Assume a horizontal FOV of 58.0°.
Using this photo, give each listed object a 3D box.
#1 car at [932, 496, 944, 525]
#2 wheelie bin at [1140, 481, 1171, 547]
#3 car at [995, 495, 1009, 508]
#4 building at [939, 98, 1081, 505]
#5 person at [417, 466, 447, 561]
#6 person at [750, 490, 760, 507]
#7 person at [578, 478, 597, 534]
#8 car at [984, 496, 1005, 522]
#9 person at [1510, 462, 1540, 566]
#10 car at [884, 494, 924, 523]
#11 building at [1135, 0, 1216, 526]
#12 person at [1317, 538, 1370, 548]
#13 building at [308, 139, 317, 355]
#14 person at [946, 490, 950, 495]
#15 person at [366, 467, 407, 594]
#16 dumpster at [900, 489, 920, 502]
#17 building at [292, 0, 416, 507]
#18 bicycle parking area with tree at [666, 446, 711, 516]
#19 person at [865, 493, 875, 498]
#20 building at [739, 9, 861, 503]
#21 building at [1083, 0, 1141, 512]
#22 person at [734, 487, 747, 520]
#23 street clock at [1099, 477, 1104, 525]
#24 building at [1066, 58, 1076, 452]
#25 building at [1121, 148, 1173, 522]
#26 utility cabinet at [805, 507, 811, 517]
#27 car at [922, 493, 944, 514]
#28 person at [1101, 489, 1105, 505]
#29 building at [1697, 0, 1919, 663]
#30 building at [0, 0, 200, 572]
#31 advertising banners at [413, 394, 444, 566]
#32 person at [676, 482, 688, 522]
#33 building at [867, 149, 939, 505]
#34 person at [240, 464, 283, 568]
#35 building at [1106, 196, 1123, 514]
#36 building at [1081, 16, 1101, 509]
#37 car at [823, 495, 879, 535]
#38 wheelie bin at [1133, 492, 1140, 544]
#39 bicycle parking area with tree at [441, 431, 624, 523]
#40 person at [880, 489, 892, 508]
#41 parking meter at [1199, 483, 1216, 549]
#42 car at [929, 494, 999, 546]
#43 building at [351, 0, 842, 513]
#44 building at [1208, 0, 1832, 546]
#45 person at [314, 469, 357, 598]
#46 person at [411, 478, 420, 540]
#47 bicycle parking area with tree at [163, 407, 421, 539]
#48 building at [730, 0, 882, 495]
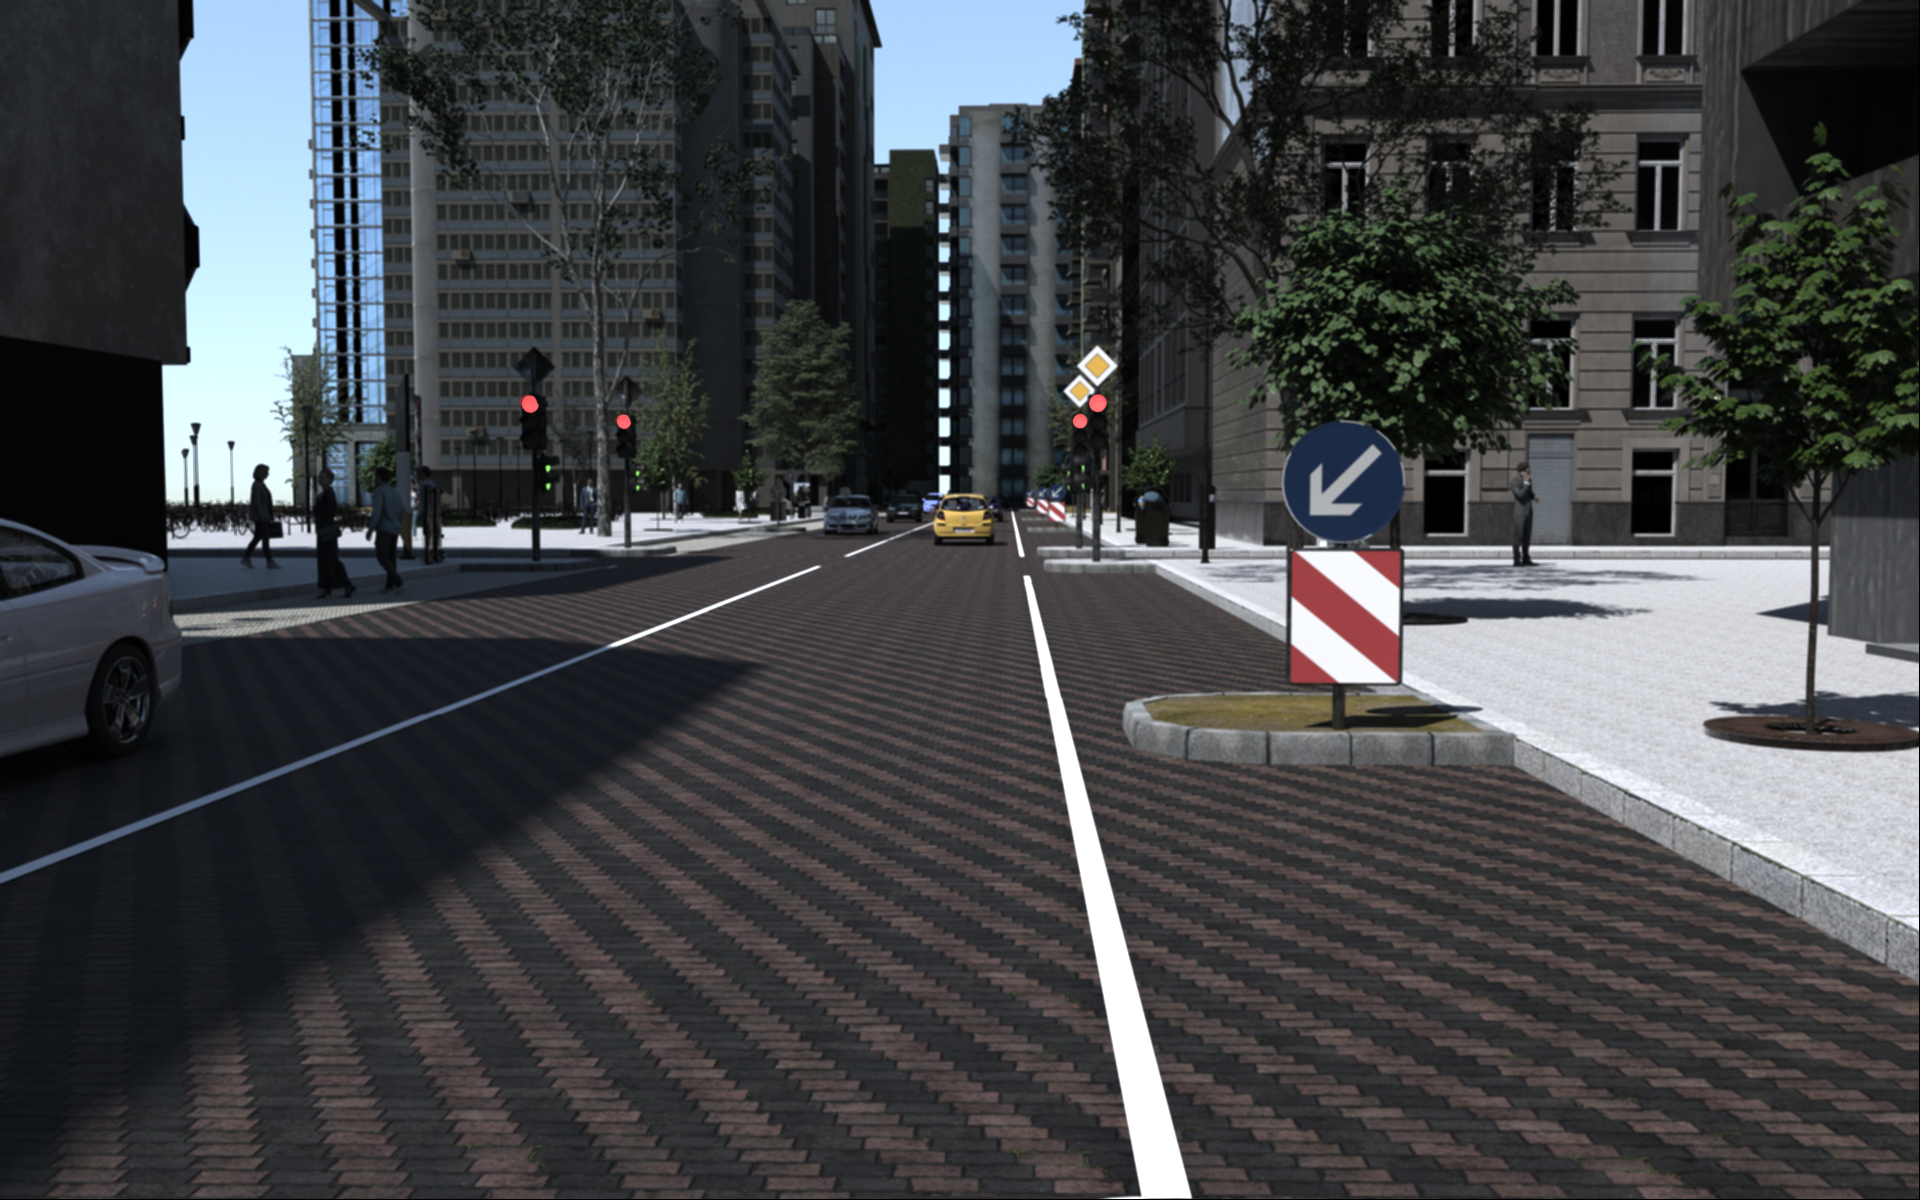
[{"bbox_3d":[-0.336,-4.127,80.050,1.945,1.354,3.894,0,4,1],"label":"car"},{"bbox_3d":[4.796,-2.097,42.198,0.693,1.594,0.980,0,4,6],"label":"wheelie bin"},{"bbox_3d":[4.252,-10.407,182.739,1.945,1.354,3.894,0,4,0],"label":"car"},{"bbox_3d":[12.846,-36.238,212.093,30.456,49.044,23.786,0,4,2],"label":"building"},{"bbox_3d":[-10.152,-1.664,33.265,0.620,1.820,0.660,0,4,-3],"label":"person"},{"bbox_3d":[-13.448,-6.553,113.578,0.661,1.777,0.834,0,4,1],"label":"person"},{"bbox_3d":[-12.025,-3.052,56.119,0.721,1.800,0.419,-1,4,-15],"label":"person"},{"bbox_3d":[1.365,-4.716,89.682,1.945,1.354,3.894,0,4,2],"label":"car"},{"bbox_3d":[10.083,-1.526,30.795,0.655,1.846,0.447,-3,5,-41],"label":"person"},{"bbox_3d":[-2.822,-4.797,88.211,2.009,1.686,4.222,0,4,0],"label":"car"},{"bbox_3d":[14.746,-16.697,66.509,14.314,27.812,24.014,0,4,2],"label":"building"},{"bbox_3d":[5.483,-1.121,24.716,0.694,1.780,0.624,-1,4,-22],"label":"person"},{"bbox_3d":[-62.467,-36.344,213.834,30.456,49.044,23.786,0,4,2],"label":"building"},{"bbox_3d":[-0.943,-8.502,148.033,0.617,1.759,0.750,0,4,4],"label":"person"},{"bbox_3d":[-8.148,-0.991,24.729,0.620,1.820,0.660,1,4,11],"label":"person"},{"bbox_3d":[-4.495,-8.996,155.295,1.865,1.857,1.264,0,4,0],"label":"dumpster"},{"bbox_3d":[-52.814,-52.984,178.966,31.000,86.520,22.319,0,4,2],"label":"building"},{"bbox_3d":[-18.744,-7.150,103.912,8.231,4.147,9.016,0,4,3],"label":"bicycle parking area with tree"},{"bbox_3d":[-8.368,-9.449,160.164,1.348,1.869,0.705,3,5,43],"label":"person"},{"bbox_3d":[-16.160,-28.460,148.914,14.154,41.232,14.086,0,4,2],"label":"building"},{"bbox_3d":[20.519,-29.105,130.484,22.147,44.769,28.867,0,4,2],"label":"building"},{"bbox_3d":[-10.943,-4.896,86.452,0.694,1.780,0.624,3,4,36],"label":"person"},{"bbox_3d":[5.878,-4.166,72.688,0.358,2.002,0.471,-1,4,-8],"label":"street clock"},{"bbox_3d":[21.974,-31.725,173.332,22.147,44.769,28.867,0,4,2],"label":"building"},{"bbox_3d":[14.783,-15.717,86.651,12.332,23.373,15.834,0,4,2],"label":"building"},{"bbox_3d":[-8.519,-5.165,95.608,0.306,1.237,1.020,1,4,11],"label":"utility cabinet"},{"bbox_3d":[-1.752,-7.042,124.731,1.945,1.707,3.694,0,4,1],"label":"car"},{"bbox_3d":[7.145,-5.081,89.215,0.635,1.810,0.391,1,4,22],"label":"person"},{"bbox_3d":[13.129,-14.682,11.745,14.160,30.474,14.107,0,4,2],"label":"building"},{"bbox_3d":[-21.542,-9.516,23.039,16.811,18.784,16.820,0,4,2],"label":"building"},{"bbox_3d":[-9.663,-2.158,31.477,0.090,3.025,2.074,0,4,-4],"label":"advertising banners"},{"bbox_3d":[-12.903,-4.518,79.929,0.660,1.820,0.620,-2,4,-34],"label":"person"},{"bbox_3d":[-9.633,-32.104,208.494,14.086,41.232,14.154,0,4,2],"label":"building"},{"bbox_3d":[-12.085,-1.452,29.963,0.728,1.800,0.709,0,4,-6],"label":"person"},{"bbox_3d":[15.141,-16.451,105.131,11.583,22.565,21.152,0,4,2],"label":"building"},{"bbox_3d":[17.602,-28.656,152.117,14.154,41.232,14.086,0,4,2],"label":"building"},{"bbox_3d":[-3.875,-3.061,62.048,2.014,1.417,4.499,0,4,0],"label":"car"},{"bbox_3d":[4.802,-2.238,44.500,0.693,1.594,0.980,0,4,5],"label":"wheelie bin"},{"bbox_3d":[-19.483,-5.641,79.238,8.231,4.147,9.016,0,4,8],"label":"bicycle parking area with tree"},{"bbox_3d":[-6.673,-9.201,157.211,1.217,1.736,0.721,1,4,19],"label":"person"},{"bbox_3d":[5.752,-1.949,40.274,0.372,1.533,0.369,0,3,0],"label":"parking meter"},{"bbox_3d":[0.117,-2.408,49.594,2.015,1.641,3.980,0,4,0],"label":"car"},{"bbox_3d":[-25.496,-26.768,129.544,32.217,40.220,23.993,0,4,2],"label":"building"},{"bbox_3d":[19.773,-15.294,47.322,25.104,27.353,12.463,0,4,2],"label":"building"},{"bbox_3d":[-8.630,-0.907,23.755,0.576,1.772,0.534,3,5,40],"label":"person"},{"bbox_3d":[-15.428,-2.557,48.693,0.563,1.720,0.643,-2,4,-29],"label":"person"},{"bbox_3d":[-23.977,-4.304,57.365,8.231,4.147,9.016,1,4,19],"label":"bicycle parking area with tree"},{"bbox_3d":[-22.604,-35.855,175.471,27.495,52.752,28.713,0,4,2],"label":"building"}]
